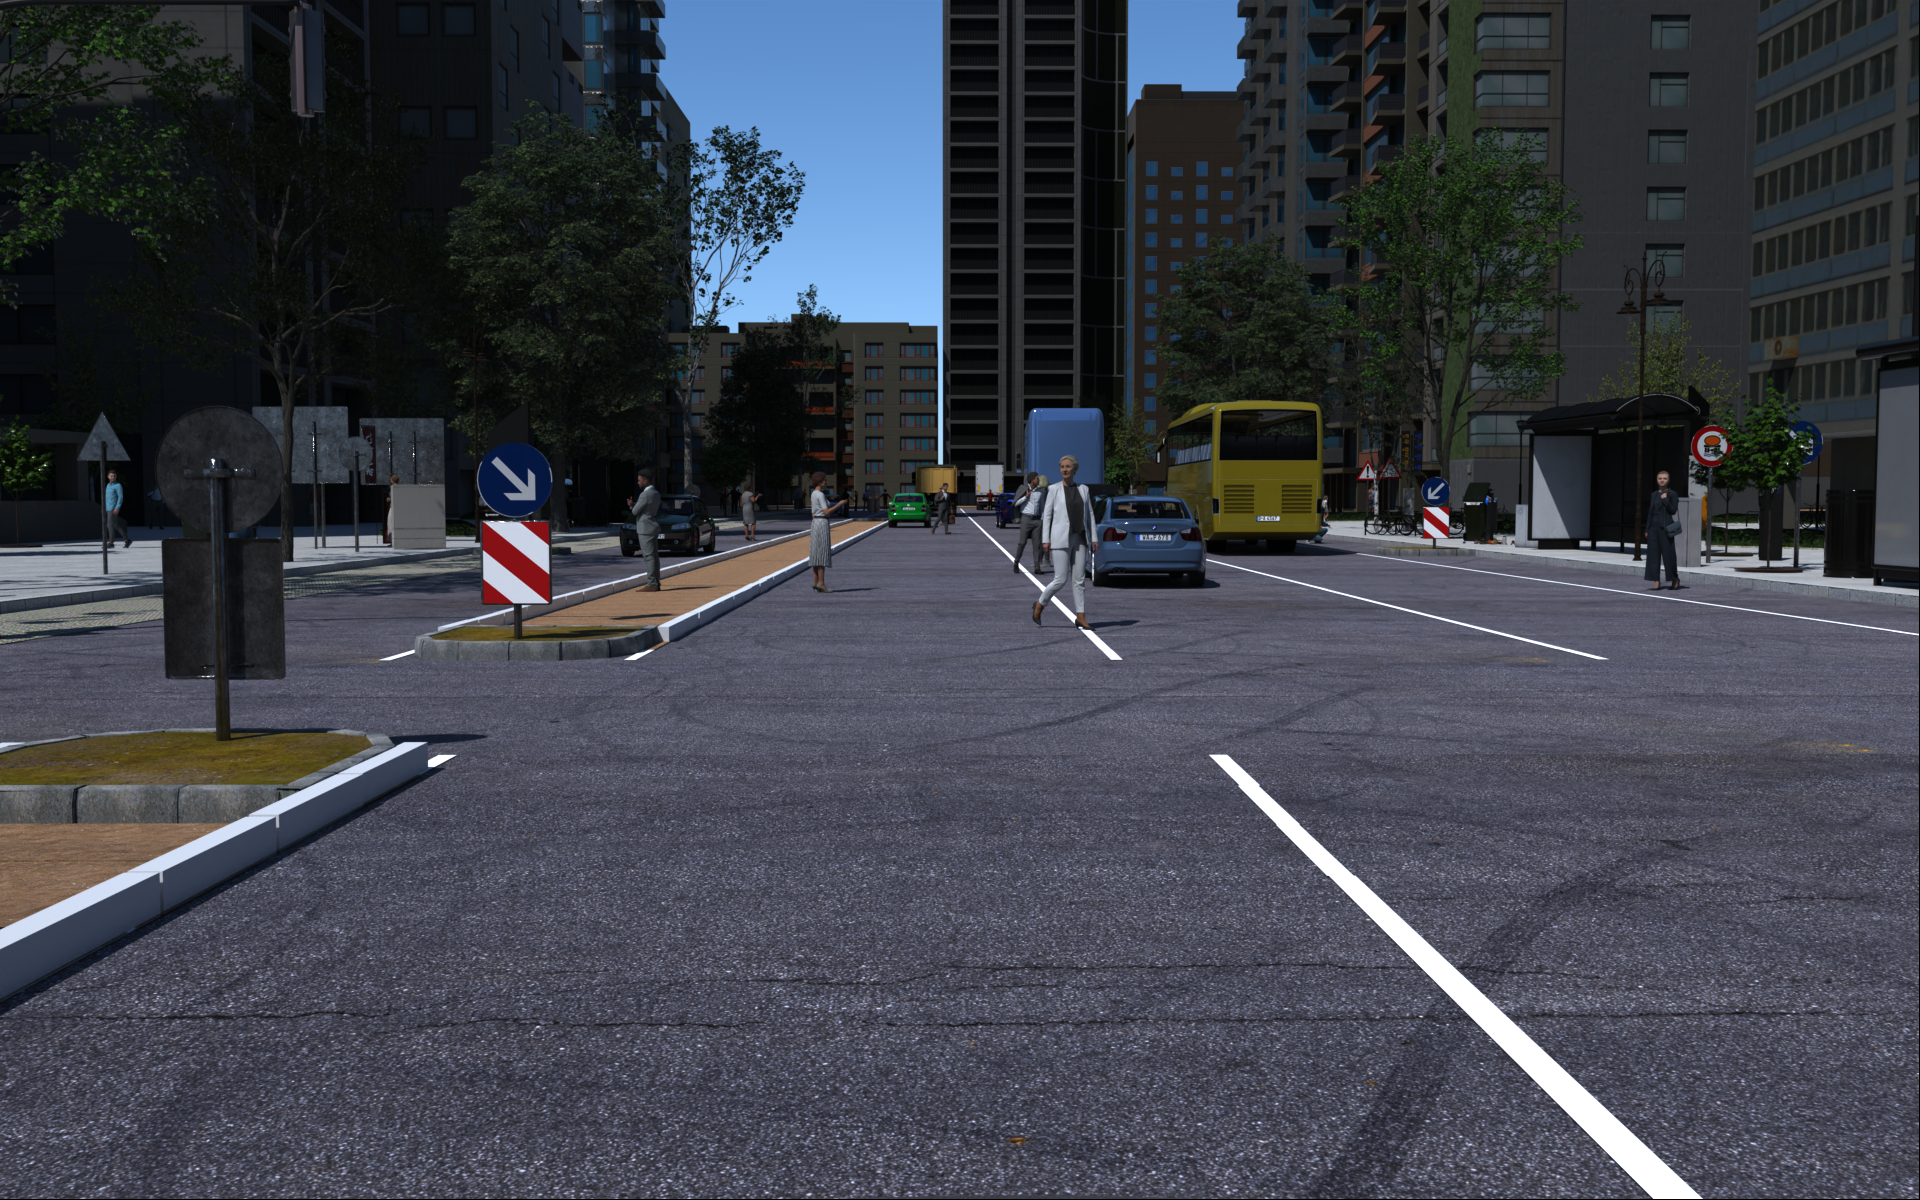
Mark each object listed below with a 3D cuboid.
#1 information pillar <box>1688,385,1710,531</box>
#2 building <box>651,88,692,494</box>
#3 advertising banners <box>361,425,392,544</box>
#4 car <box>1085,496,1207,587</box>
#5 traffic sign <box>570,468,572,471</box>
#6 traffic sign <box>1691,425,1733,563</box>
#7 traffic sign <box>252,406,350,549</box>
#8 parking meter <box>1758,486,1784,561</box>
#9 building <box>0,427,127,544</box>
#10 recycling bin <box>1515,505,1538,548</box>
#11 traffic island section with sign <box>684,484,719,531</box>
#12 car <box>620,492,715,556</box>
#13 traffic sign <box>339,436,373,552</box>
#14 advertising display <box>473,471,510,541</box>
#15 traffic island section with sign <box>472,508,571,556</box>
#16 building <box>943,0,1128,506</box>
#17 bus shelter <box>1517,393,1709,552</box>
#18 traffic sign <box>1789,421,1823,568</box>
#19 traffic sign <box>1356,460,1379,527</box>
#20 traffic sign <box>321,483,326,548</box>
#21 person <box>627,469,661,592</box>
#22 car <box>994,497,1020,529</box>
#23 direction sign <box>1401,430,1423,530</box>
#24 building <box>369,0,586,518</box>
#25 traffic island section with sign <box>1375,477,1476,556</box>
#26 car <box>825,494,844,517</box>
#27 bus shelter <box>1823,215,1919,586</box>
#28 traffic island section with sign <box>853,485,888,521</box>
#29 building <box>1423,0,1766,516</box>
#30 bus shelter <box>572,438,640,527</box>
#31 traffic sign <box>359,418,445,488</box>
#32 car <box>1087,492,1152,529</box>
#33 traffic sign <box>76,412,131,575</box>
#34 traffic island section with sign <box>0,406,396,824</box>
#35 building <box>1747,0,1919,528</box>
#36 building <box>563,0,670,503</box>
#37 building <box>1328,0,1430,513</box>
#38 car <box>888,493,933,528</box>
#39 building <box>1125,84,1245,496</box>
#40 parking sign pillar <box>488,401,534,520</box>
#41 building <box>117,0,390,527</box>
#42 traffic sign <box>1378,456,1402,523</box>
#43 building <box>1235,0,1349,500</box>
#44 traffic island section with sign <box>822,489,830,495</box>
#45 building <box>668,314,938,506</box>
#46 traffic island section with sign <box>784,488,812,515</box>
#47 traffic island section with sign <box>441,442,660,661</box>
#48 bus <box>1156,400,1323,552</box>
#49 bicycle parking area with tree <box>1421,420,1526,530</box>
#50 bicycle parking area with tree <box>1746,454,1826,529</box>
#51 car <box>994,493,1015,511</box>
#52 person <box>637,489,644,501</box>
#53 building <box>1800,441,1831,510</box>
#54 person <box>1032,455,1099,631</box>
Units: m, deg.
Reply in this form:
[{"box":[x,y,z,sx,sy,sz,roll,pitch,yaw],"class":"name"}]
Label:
[{"box":[15.856,-2.809,37.280,0.504,3.616,0.183,-1,4,-13],"class":"information pillar"},{"box":[-42.251,-34.955,195.218,21.600,48.544,21.300,0,4,0],"class":"building"},{"box":[-14.790,-2.978,44.886,0.090,3.025,2.074,1,4,21],"class":"advertising banners"},{"box":[2.937,-0.986,28.117,2.014,1.417,4.499,0,4,1],"class":"car"},{"box":[-16.508,-4.573,74.881,0.768,2.556,0.104,0,4,3],"class":"traffic sign"},{"box":[13.911,-1.958,32.126,0.768,2.556,0.104,0,4,2],"class":"traffic sign"},{"box":[-15.316,-2.837,40.257,2.265,3.308,0.079,0,4,3],"class":"traffic sign"},{"box":[15.618,-1.691,33.365,0.399,1.863,0.255,0,4,1],"class":"parking meter"},{"box":[-40.538,-21.454,42.647,32.217,40.220,23.993,0,4,0],"class":"building"},{"box":[13.818,-1.770,41.499,0.722,1.027,0.722,-2,4,-30],"class":"recycling bin"},{"box":[-10.551,-3.646,68.241,1.989,1.847,2.006,0,4,0],"class":"traffic island section with sign"},{"box":[-6.888,-1.909,41.006,2.009,1.686,4.222,0,4,1],"class":"car"},{"box":[-13.371,-2.338,38.337,0.768,2.556,0.104,0,4,2],"class":"traffic sign"},{"box":[-12.858,-2.592,47.589,0.974,1.923,0.123,0,4,-2],"class":"advertising display"},{"box":[-10.321,-1.984,41.060,1.989,1.847,2.006,0,4,0],"class":"traffic island section with sign"},{"box":[8.379,-46.269,194.750,20.611,71.187,20.563,0,4,0],"class":"building"},{"box":[13.935,-2.661,37.436,2.014,3.302,5.546,0,4,0],"class":"bus shelter"},{"box":[14.611,-1.840,30.194,0.768,2.556,0.104,0,3,0],"class":"traffic sign"},{"box":[15.629,-4.063,66.441,0.884,2.594,0.081,0,4,6],"class":"traffic sign"},{"box":[-15.091,-2.502,41.016,0.768,2.556,0.104,0,4,2],"class":"traffic sign"},{"box":[-4.626,-1.021,25.367,0.466,1.800,0.511,0,4,-3],"class":"person"},{"box":[2.442,-3.696,73.007,1.945,1.354,3.894,0,4,-2],"class":"car"},{"box":[16.147,-4.279,61.962,0.379,3.537,0.876,-3,5,-39],"class":"direction sign"},{"box":[-38.412,-31.533,104.795,28.713,52.752,27.495,0,4,0],"class":"building"},{"box":[10.907,-1.973,40.887,1.989,1.847,2.006,0,4,0],"class":"traffic island section with sign"},{"box":[-8.376,-6.078,111.373,2.014,1.417,4.499,0,4,-2],"class":"car"},{"box":[13.607,-2.754,22.665,2.179,5.291,8.768,0,4,-1],"class":"bus shelter"},{"box":[-4.549,-5.066,90.958,2.006,1.907,1.989,0,4,0],"class":"traffic island section with sign"},{"box":[30.156,-24.491,84.022,14.154,41.232,14.086,0,4,0],"class":"building"},{"box":[-14.334,-4.859,70.722,1.731,3.624,6.357,0,4,0],"class":"bus shelter"},{"box":[-14.930,-3.211,46.376,2.265,3.308,0.079,0,4,1],"class":"traffic sign"},{"box":[3.118,-1.435,33.242,2.009,1.686,4.222,0,4,0],"class":"car"},{"box":[-13.624,-1.685,27.548,0.884,2.594,0.081,0,4,3],"class":"traffic sign"},{"box":[-3.844,-0.017,8.415,2.006,1.907,1.989,0,4,0],"class":"traffic island section with sign"},{"box":[36.055,-21.466,42.855,23.993,40.220,32.217,0,4,0],"class":"building"},{"box":[-40.330,-32.070,143.951,30.456,49.044,23.786,0,4,0],"class":"building"},{"box":[35.731,-27.858,110.105,22.147,44.769,28.867,0,4,0],"class":"building"},{"box":[-2.158,-4.056,75.109,1.959,1.807,4.718,0,4,0],"class":"car"},{"box":[25.808,-33.195,192.850,14.200,45.320,14.600,0,4,0],"class":"building"},{"box":[-13.027,-3.786,50.375,1.447,3.967,1.447,1,4,15],"class":"parking sign pillar"},{"box":[-35.797,-39.019,76.206,20.563,71.187,20.611,0,4,0],"class":"building"},{"box":[14.833,-3.664,59.907,0.884,2.594,0.081,0,4,5],"class":"traffic sign"},{"box":[34.806,-31.879,140.834,23.786,49.044,30.456,0,4,0],"class":"building"},{"box":[-11.202,-8.349,145.141,1.989,1.847,2.006,0,4,0],"class":"traffic island section with sign"},{"box":[-17.033,-21.704,199.901,28.899,21.520,27.650,0,4,0],"class":"building"},{"box":[-10.968,-6.701,118.187,1.989,1.847,2.006,0,4,0],"class":"traffic island section with sign"},{"box":[-3.897,-0.470,15.822,2.006,1.907,1.989,0,4,0],"class":"traffic island section with sign"},{"box":[7.167,-3.310,45.664,2.896,3.916,12.252,0,4,1],"class":"bus"},{"box":[21.610,-4.755,64.742,9.016,4.147,8.231,1,4,21],"class":"bicycle parking area with tree"},{"box":[34.685,-4.790,65.325,8.231,4.147,9.016,0,4,5],"class":"bicycle parking area with tree"},{"box":[3.287,-6.692,119.008,1.945,1.707,3.694,0,4,1],"class":"car"},{"box":[-10.790,-3.091,59.397,0.532,1.782,0.716,0,4,5],"class":"person"},{"box":[72.101,-30.519,149.090,14.200,45.320,14.600,0,4,0],"class":"building"},{"box":[1.110,-0.610,18.357,0.514,1.842,0.818,-3,5,-42],"class":"person"}]
